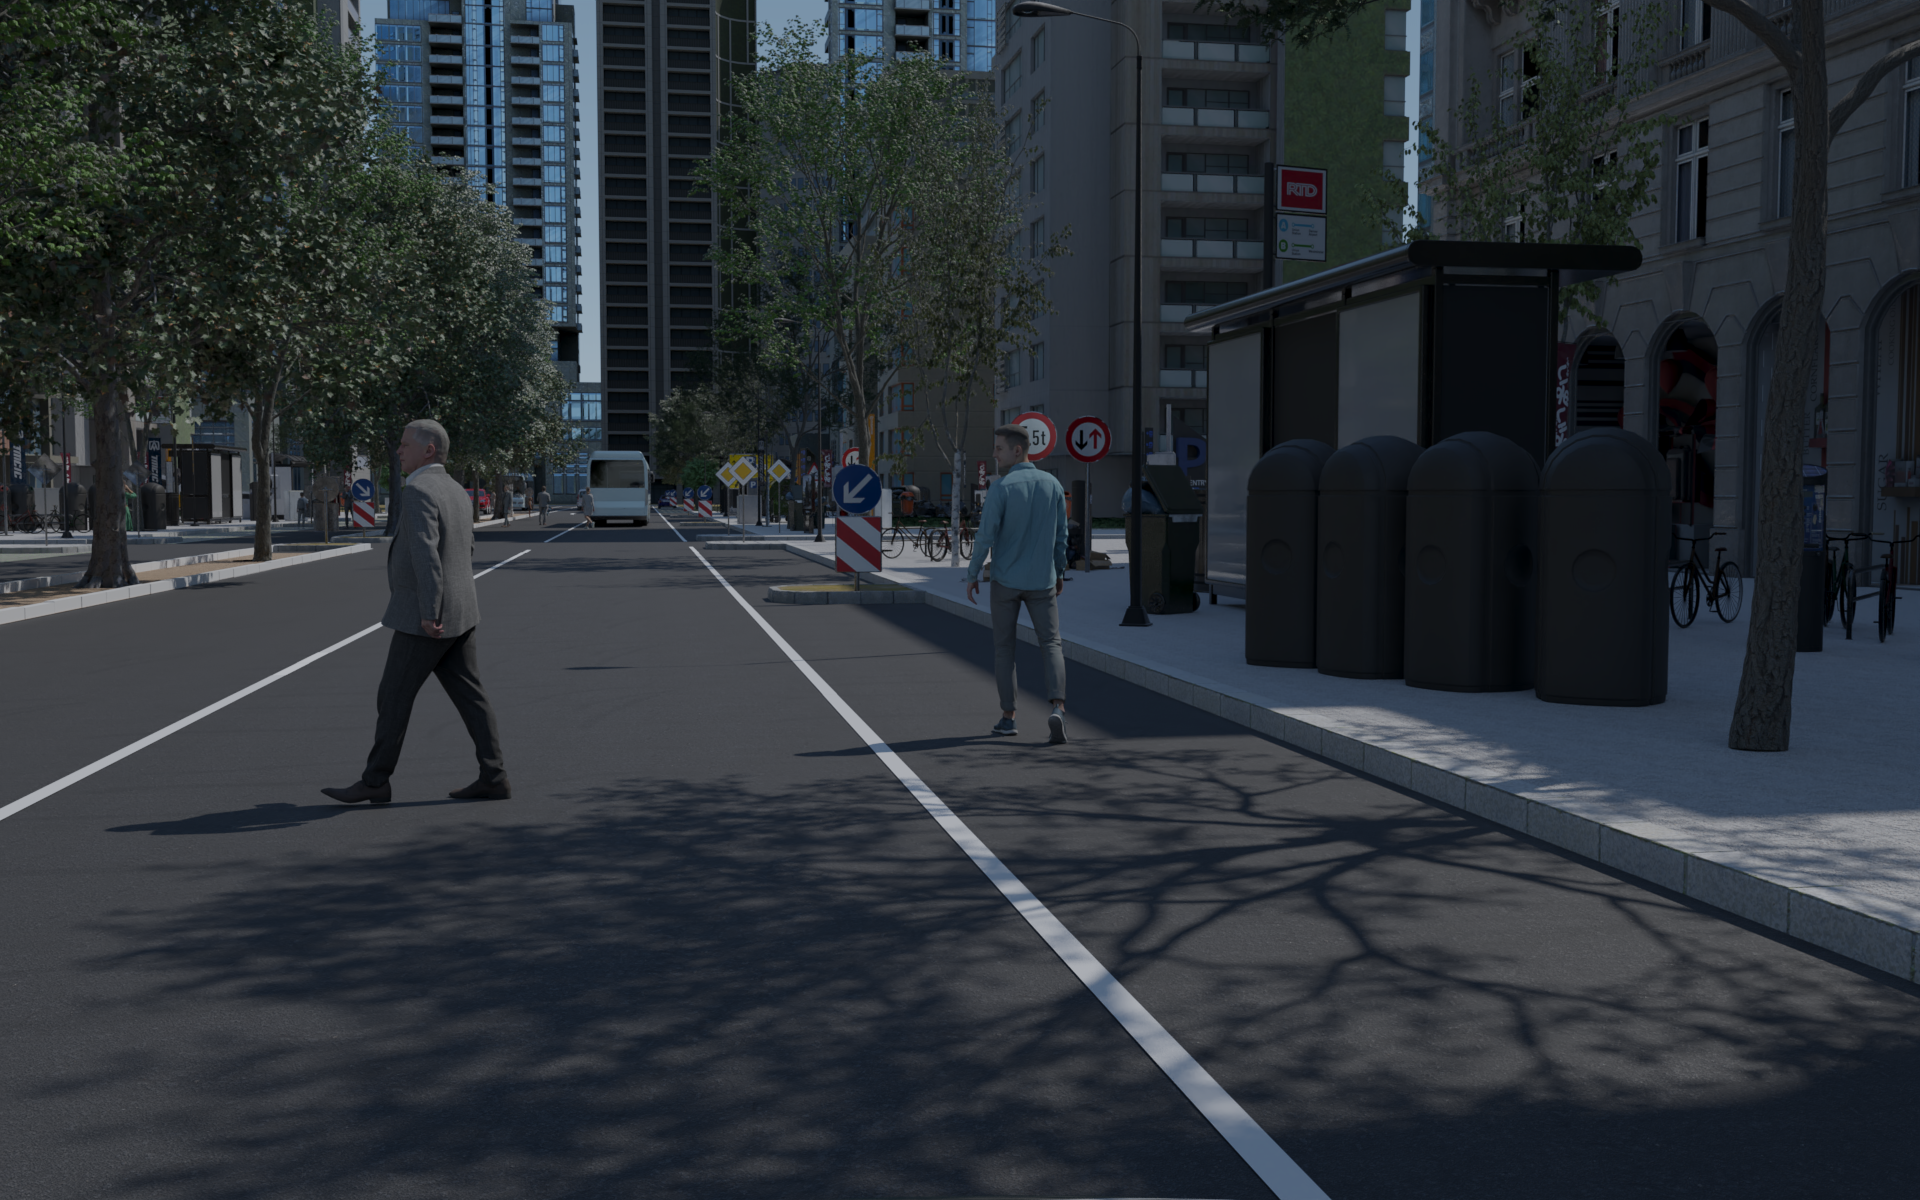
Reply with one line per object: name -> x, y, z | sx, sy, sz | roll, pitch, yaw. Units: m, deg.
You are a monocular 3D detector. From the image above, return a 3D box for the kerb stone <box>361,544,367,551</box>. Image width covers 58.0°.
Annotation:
kerb stone -> -15.056, -1.294, 43.365 | 0.120, 0.150, 1.000 | -1, 4, -10

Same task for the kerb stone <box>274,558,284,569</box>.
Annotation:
kerb stone -> -13.209, -0.678, 33.308 | 0.120, 0.150, 1.000 | -1, 4, -10

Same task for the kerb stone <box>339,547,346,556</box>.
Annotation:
kerb stone -> -14.505, -1.108, 40.349 | 0.120, 0.150, 1.000 | -1, 4, -10

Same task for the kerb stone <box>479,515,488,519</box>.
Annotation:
kerb stone -> -27.797, -4.815, 100.978 | 0.120, 0.150, 1.000 | -1, 4, -10

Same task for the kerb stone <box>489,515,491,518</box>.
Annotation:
kerb stone -> -28.169, -4.940, 102.988 | 0.120, 0.150, 1.000 | -1, 4, -10

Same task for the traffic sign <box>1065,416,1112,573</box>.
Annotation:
traffic sign -> 2.084, -1.723, 28.272 | 0.768, 2.556, 0.104 | 0, 4, -5

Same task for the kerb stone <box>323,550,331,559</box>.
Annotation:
kerb stone -> -14.126, -0.987, 38.336 | 0.120, 0.150, 1.000 | -1, 4, -10

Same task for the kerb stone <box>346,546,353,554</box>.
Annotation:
kerb stone -> -14.691, -1.169, 41.354 | 0.120, 0.150, 1.000 | -1, 4, -10

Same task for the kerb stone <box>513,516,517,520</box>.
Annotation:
kerb stone -> -24.625, -4.472, 95.329 | 0.120, 0.150, 1.000 | -1, 4, -10

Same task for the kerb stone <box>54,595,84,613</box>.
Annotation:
kerb stone -> -10.978, 0.061, 21.194 | 0.120, 0.150, 1.000 | -1, 4, -10

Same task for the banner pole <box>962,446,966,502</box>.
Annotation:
banner pole -> 0.203, -5.982, 87.828 | 0.401, 3.779, 0.863 | -1, 4, -13

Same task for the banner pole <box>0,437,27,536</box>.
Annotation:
banner pole -> -29.036, -3.857, 53.077 | 0.401, 3.779, 0.863 | 3, 5, 42

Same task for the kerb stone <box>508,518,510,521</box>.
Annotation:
kerb stone -> -23.700, -4.160, 90.282 | 0.120, 0.150, 1.000 | -1, 4, -10

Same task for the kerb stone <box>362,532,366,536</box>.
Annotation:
kerb stone -> -19.637, -2.105, 56.620 | 0.120, 0.150, 1.000 | -1, 4, -10

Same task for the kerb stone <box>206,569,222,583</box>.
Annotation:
kerb stone -> -12.273, -0.371, 28.255 | 0.120, 0.150, 1.000 | -1, 4, -10

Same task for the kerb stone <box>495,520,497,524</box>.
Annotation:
kerb stone -> -22.212, -3.666, 82.220 | 0.120, 0.150, 1.000 | -1, 4, -10

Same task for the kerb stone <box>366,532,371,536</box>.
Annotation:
kerb stone -> -19.823, -2.164, 57.634 | 0.120, 0.150, 1.000 | -1, 4, -10

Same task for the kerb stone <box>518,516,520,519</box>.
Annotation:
kerb stone -> -24.998, -4.597, 97.353 | 0.120, 0.150, 1.000 | -1, 4, -10

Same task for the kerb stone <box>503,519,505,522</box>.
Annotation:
kerb stone -> -23.130, -3.977, 87.255 | 0.120, 0.150, 1.000 | -1, 4, -10

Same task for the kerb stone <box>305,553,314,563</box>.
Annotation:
kerb stone -> -13.760, -0.864, 36.325 | 0.120, 0.150, 1.000 | -1, 4, -10

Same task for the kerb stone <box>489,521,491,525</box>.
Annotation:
kerb stone -> -21.660, -3.487, 79.202 | 0.120, 0.150, 1.000 | -1, 4, -10

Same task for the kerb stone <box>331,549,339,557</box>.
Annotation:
kerb stone -> -14.322, -1.049, 39.343 | 0.120, 0.150, 1.000 | -1, 4, -10

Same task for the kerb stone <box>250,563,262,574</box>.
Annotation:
kerb stone -> -12.831, -0.555, 31.290 | 0.120, 0.150, 1.000 | -1, 4, -10

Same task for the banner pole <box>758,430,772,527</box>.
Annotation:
banner pole -> -7.693, -4.760, 67.845 | 0.401, 3.779, 0.863 | -3, 4, -38

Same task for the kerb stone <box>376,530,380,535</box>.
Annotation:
kerb stone -> -20.192, -2.290, 59.645 | 0.120, 0.150, 1.000 | -1, 4, -10

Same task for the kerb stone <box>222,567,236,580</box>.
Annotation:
kerb stone -> -12.464, -0.433, 29.279 | 0.120, 0.150, 1.000 | -1, 4, -10

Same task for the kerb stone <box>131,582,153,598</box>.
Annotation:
kerb stone -> -11.533, -0.124, 24.225 | 0.120, 0.150, 1.000 | -1, 4, -10

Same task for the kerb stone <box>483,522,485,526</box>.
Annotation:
kerb stone -> -21.103, -3.295, 76.180 | 0.120, 0.150, 1.000 | -1, 4, -10

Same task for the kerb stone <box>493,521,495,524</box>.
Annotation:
kerb stone -> -22.034, -3.610, 81.213 | 0.120, 0.150, 1.000 | -1, 4, -10

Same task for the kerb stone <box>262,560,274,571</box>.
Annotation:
kerb stone -> -13.019, -0.607, 32.304 | 0.120, 0.150, 1.000 | -1, 4, -10

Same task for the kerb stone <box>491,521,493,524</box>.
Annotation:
kerb stone -> -21.842, -3.548, 80.208 | 0.120, 0.150, 1.000 | -1, 4, -10

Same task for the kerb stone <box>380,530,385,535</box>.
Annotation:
kerb stone -> -20.370, -2.351, 60.658 | 0.120, 0.150, 1.000 | -1, 4, -10

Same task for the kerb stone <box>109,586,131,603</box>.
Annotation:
kerb stone -> -11.348, -0.059, 23.209 | 0.120, 0.150, 1.000 | -1, 4, -10

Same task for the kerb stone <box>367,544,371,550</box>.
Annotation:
kerb stone -> -15.241, -1.356, 44.373 | 0.120, 0.150, 1.000 | -1, 4, -10

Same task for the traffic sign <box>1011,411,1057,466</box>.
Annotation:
traffic sign -> 1.113, -1.633, 26.803 | 0.768, 2.556, 0.104 | 0, 4, -1

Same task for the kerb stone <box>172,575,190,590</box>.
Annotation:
kerb stone -> -11.902, -0.248, 26.243 | 0.120, 0.150, 1.000 | -1, 4, -10

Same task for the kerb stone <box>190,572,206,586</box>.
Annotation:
kerb stone -> -12.093, -0.305, 27.247 | 0.120, 0.150, 1.000 | -1, 4, -10

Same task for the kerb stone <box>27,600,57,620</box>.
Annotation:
kerb stone -> -10.787, 0.134, 20.191 | 0.120, 0.150, 1.000 | -1, 4, -10

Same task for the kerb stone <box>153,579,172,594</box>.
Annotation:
kerb stone -> -11.710, -0.181, 25.233 | 0.120, 0.150, 1.000 | -1, 4, -10

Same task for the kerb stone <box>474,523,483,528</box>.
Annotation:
kerb stone -> -20.911, -3.228, 75.175 | 0.120, 0.150, 1.000 | -1, 4, -10

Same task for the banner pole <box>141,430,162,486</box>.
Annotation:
banner pole -> -31.502, -4.734, 67.419 | 0.863, 3.779, 0.401 | -2, 4, -32

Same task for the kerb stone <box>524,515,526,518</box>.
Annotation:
kerb stone -> -25.931, -4.905, 102.397 | 0.120, 0.150, 1.000 | -1, 4, -10

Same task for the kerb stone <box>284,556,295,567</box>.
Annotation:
kerb stone -> -13.396, -0.741, 34.312 | 0.120, 0.150, 1.000 | -1, 4, -10

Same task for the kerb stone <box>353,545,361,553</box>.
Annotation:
kerb stone -> -14.869, -1.233, 42.361 | 0.120, 0.150, 1.000 | -1, 4, -10

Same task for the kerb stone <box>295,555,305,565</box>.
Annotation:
kerb stone -> -13.578, -0.801, 35.319 | 0.120, 0.150, 1.000 | -1, 4, -10

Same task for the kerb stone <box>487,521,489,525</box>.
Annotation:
kerb stone -> -21.467, -3.425, 78.196 | 0.120, 0.150, 1.000 | -1, 4, -10

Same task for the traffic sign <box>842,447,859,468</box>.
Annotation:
traffic sign -> -2.833, -2.876, 47.133 | 0.768, 2.556, 0.104 | 0, 4, -3

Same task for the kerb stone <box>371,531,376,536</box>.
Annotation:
kerb stone -> -20.006, -2.229, 58.639 | 0.120, 0.150, 1.000 | -1, 4, -10

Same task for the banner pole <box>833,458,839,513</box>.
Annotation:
banner pole -> -8.567, -7.936, 119.765 | 0.401, 3.779, 0.863 | -2, 4, -35

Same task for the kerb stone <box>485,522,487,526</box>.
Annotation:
kerb stone -> -21.289, -3.363, 77.185 | 0.120, 0.150, 1.000 | -1, 4, -10

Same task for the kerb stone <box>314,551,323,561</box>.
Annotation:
kerb stone -> -13.945, -0.923, 37.330 | 0.120, 0.150, 1.000 | -1, 4, -10

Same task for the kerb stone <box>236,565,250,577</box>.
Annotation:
kerb stone -> -12.645, -0.495, 30.285 | 0.120, 0.150, 1.000 | -1, 4, -10

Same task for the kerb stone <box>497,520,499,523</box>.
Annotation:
kerb stone -> -22.395, -3.733, 83.225 | 0.120, 0.150, 1.000 | -1, 4, -10

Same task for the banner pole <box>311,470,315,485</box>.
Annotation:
banner pole -> -38.297, -6.886, 102.603 | 0.401, 3.779, 0.863 | 0, 4, -5

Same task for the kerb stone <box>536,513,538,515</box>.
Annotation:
kerb stone -> -28.154, -5.644, 114.501 | 0.120, 0.150, 1.000 | -1, 4, -10

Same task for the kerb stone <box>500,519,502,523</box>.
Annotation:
kerb stone -> -22.773, -3.856, 85.238 | 0.120, 0.150, 1.000 | -1, 4, -10

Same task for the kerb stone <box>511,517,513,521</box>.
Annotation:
kerb stone -> -24.065, -4.289, 92.313 | 0.120, 0.150, 1.000 | -1, 4, -10

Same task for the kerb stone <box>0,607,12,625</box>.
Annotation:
kerb stone -> -10.602, 0.184, 19.185 | 0.120, 0.150, 1.000 | -1, 4, -10

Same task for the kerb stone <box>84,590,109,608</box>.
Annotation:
kerb stone -> -11.158, 0.002, 22.200 | 0.120, 0.150, 1.000 | -1, 4, -10
